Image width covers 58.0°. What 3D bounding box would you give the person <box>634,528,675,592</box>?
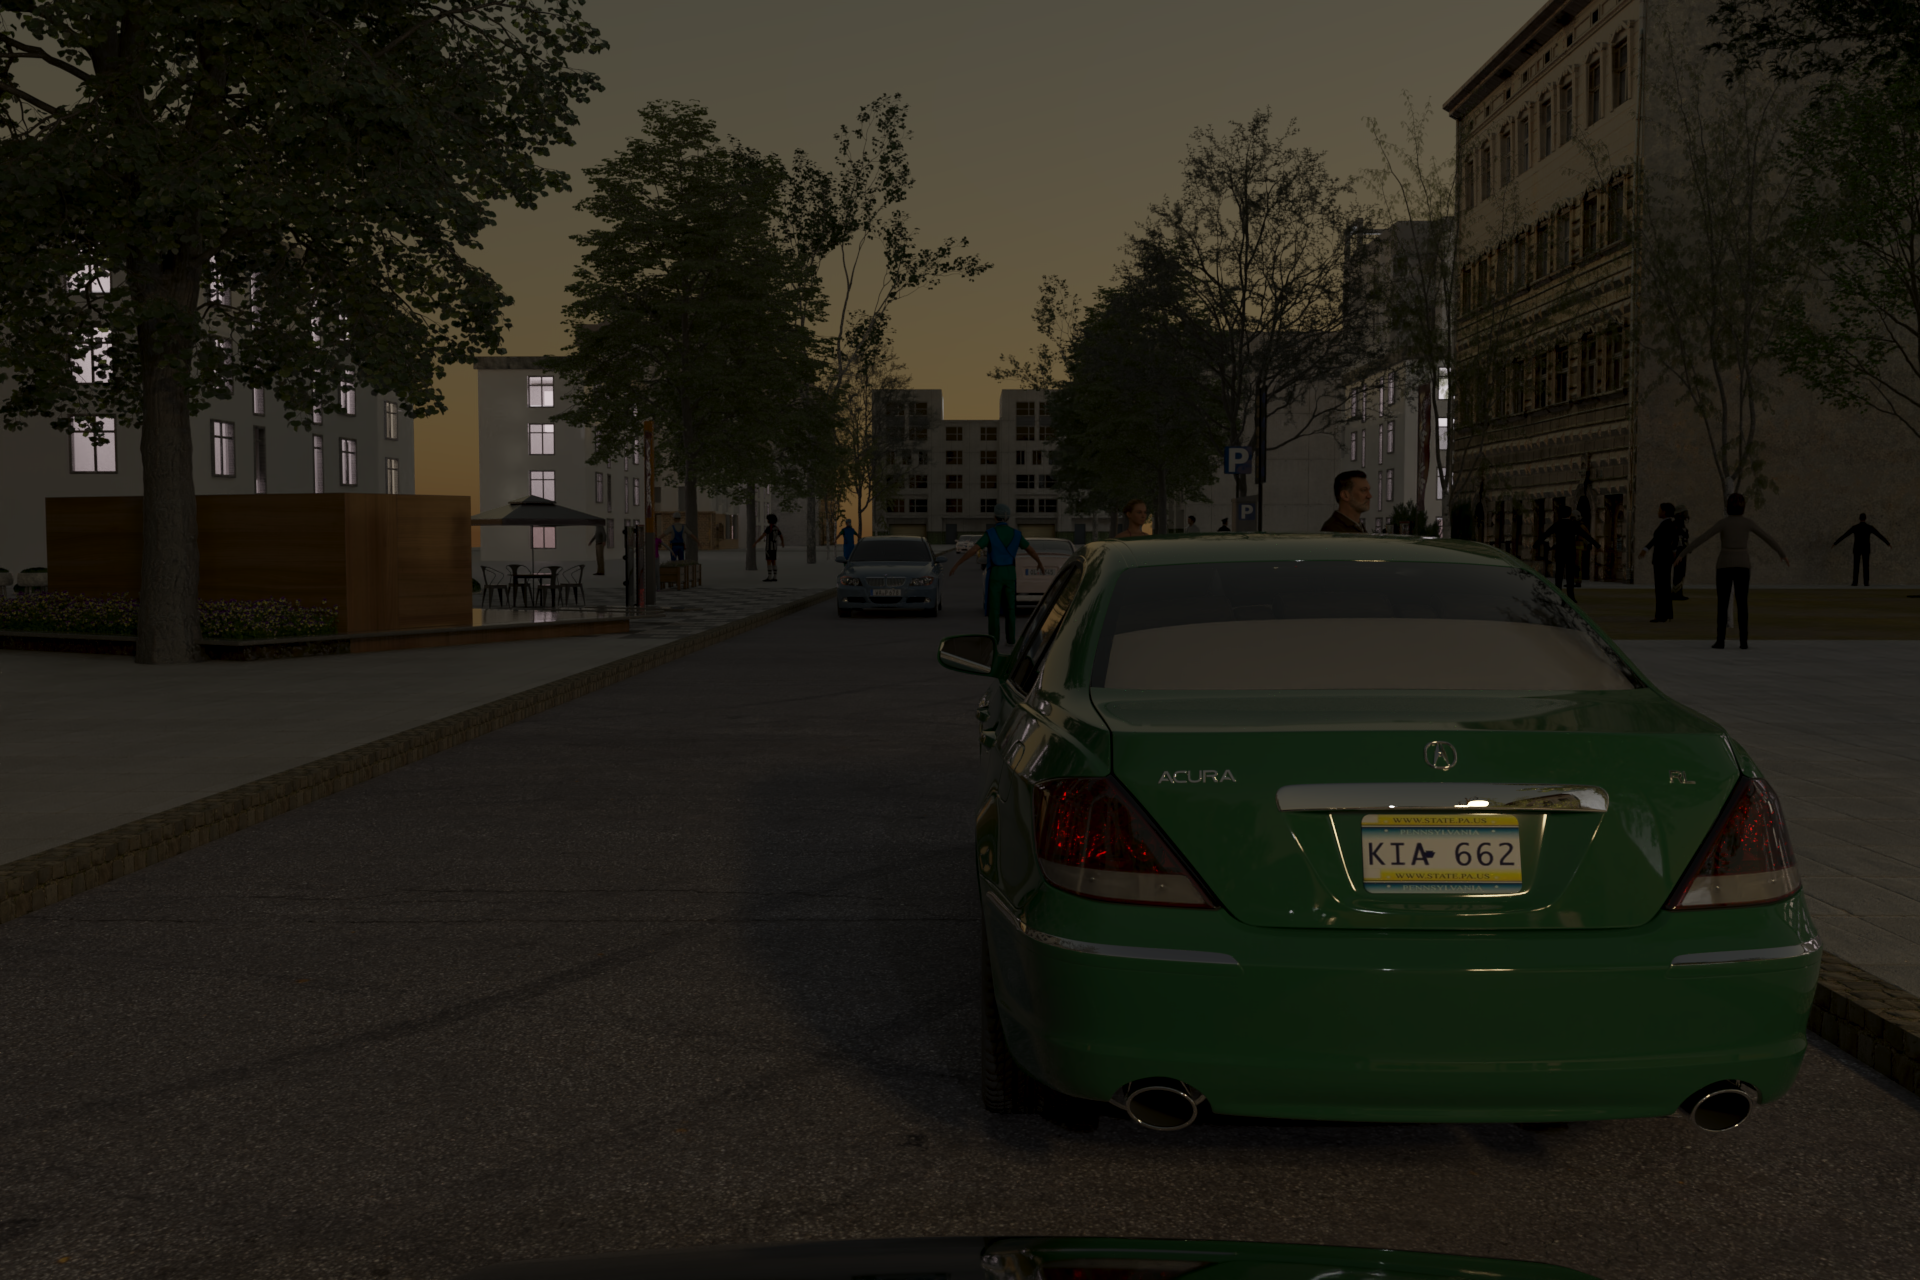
[{"bbox_3d":[-6.752,-1.764,38.104,0.991,1.433,0.599,0,4,-2],"label":"person"}]

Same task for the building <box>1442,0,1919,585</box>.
[{"bbox_3d":[26.492,-13.522,52.018,19.493,23.208,18.063,0,4,2],"label":"building"}]

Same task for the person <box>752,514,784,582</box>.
[{"bbox_3d":[-5.105,-2.478,46.657,0.704,1.843,1.345,2,4,31],"label":"person"}]

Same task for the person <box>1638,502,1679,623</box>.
[{"bbox_3d":[10.164,-1.130,25.203,0.721,1.740,1.216,3,5,43],"label":"person"}]

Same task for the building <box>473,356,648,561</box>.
[{"bbox_3d":[-21.803,-9.406,95.934,9.099,9.664,28.070,0,4,1],"label":"building"}]

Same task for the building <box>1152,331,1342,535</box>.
[{"bbox_3d":[27.525,-17.944,159.842,16.747,18.905,31.486,0,4,1],"label":"building"}]

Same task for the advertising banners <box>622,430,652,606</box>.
[{"bbox_3d":[-5.321,-1.990,28.731,0.090,3.025,2.074,0,4,3],"label":"advertising banners"}]

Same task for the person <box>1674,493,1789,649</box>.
[{"bbox_3d":[8.645,-0.773,19.398,1.215,1.744,0.721,1,4,11],"label":"person"}]

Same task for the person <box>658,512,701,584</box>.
[{"bbox_3d":[-7.258,-2.358,44.416,1.347,1.847,0.705,-2,4,-25],"label":"person"}]

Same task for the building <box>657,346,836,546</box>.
[{"bbox_3d":[-24.005,-22.151,193.104,19.493,23.208,18.063,0,4,1],"label":"building"}]

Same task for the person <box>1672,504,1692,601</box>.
[{"bbox_3d":[13.959,-1.696,33.514,0.705,1.856,1.354,2,4,29],"label":"person"}]

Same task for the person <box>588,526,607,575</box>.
[{"bbox_3d":[-11.223,-2.910,53.844,0.705,1.796,1.348,-2,4,-32],"label":"person"}]

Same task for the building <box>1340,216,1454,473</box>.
[{"bbox_3d":[28.449,-15.187,104.722,16.016,20.090,11.380,0,4,2],"label":"building"}]

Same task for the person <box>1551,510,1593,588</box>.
[{"bbox_3d":[14.753,-2.193,41.622,0.705,1.858,1.354,-1,4,-22],"label":"person"}]

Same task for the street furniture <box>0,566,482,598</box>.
[{"bbox_3d":[-15.505,-1.260,36.234,10.072,0.657,5.734,1,4,9],"label":"street furniture"}]

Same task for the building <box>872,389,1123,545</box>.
[{"bbox_3d":[5.111,-21.347,217.940,31.486,18.905,16.747,0,4,0],"label":"building"}]

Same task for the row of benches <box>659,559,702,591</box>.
[{"bbox_3d":[-6.680,-1.571,41.151,1.422,0.672,4.104,0,4,-1],"label":"row of benches"}]

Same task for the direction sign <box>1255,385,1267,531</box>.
[{"bbox_3d":[4.642,-2.127,26.776,0.379,3.537,0.876,0,4,0],"label":"direction sign"}]

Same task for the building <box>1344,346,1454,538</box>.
[{"bbox_3d":[24.300,-8.270,77.357,9.099,9.664,28.070,0,4,2],"label":"building"}]

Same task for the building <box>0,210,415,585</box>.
[{"bbox_3d":[-23.622,-7.047,57.374,9.099,9.664,28.070,0,4,2],"label":"building"}]

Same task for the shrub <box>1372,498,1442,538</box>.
[{"bbox_3d":[9.768,-2.067,37.840,1.661,2.075,1.752,0,3,0],"label":"shrub"}]

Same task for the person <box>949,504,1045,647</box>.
[{"bbox_3d":[0.512,-0.825,22.068,1.347,1.817,0.704,-2,4,-25],"label":"person"}]

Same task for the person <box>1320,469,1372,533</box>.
[{"bbox_3d":[2.343,-0.104,10.302,0.704,1.812,1.346,3,4,36],"label":"person"}]

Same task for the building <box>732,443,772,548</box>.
[{"bbox_3d":[-22.709,-13.805,167.857,9.099,9.664,28.070,0,4,1],"label":"building"}]

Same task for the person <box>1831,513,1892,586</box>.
[{"bbox_3d":[22.222,-2.230,42.683,1.346,1.802,0.704,2,4,23],"label":"person"}]

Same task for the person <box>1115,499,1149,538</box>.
[{"bbox_3d":[1.564,-0.344,14.879,1.217,1.733,0.721,-2,4,-34],"label":"person"}]

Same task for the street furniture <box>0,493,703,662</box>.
[{"bbox_3d":[-9.499,-0.902,21.606,9.812,1.723,11.010,2,4,28],"label":"street furniture"}]

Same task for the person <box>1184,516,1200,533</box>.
[{"bbox_3d":[6.543,-2.629,49.170,0.705,1.806,1.347,-2,4,-27],"label":"person"}]

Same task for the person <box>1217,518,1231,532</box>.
[{"bbox_3d":[8.996,-3.229,58.734,0.705,1.837,1.347,-3,4,-38],"label":"person"}]

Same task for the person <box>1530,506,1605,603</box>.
[{"bbox_3d":[11.257,-1.590,32.182,1.347,1.806,0.705,2,4,32],"label":"person"}]

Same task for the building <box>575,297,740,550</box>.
[{"bbox_3d":[-24.726,-17.309,139.429,16.016,20.090,11.380,0,4,2],"label":"building"}]

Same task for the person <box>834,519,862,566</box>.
[{"bbox_3d":[-3.840,-3.298,60.054,1.347,1.817,0.704,-3,4,-37],"label":"person"}]
